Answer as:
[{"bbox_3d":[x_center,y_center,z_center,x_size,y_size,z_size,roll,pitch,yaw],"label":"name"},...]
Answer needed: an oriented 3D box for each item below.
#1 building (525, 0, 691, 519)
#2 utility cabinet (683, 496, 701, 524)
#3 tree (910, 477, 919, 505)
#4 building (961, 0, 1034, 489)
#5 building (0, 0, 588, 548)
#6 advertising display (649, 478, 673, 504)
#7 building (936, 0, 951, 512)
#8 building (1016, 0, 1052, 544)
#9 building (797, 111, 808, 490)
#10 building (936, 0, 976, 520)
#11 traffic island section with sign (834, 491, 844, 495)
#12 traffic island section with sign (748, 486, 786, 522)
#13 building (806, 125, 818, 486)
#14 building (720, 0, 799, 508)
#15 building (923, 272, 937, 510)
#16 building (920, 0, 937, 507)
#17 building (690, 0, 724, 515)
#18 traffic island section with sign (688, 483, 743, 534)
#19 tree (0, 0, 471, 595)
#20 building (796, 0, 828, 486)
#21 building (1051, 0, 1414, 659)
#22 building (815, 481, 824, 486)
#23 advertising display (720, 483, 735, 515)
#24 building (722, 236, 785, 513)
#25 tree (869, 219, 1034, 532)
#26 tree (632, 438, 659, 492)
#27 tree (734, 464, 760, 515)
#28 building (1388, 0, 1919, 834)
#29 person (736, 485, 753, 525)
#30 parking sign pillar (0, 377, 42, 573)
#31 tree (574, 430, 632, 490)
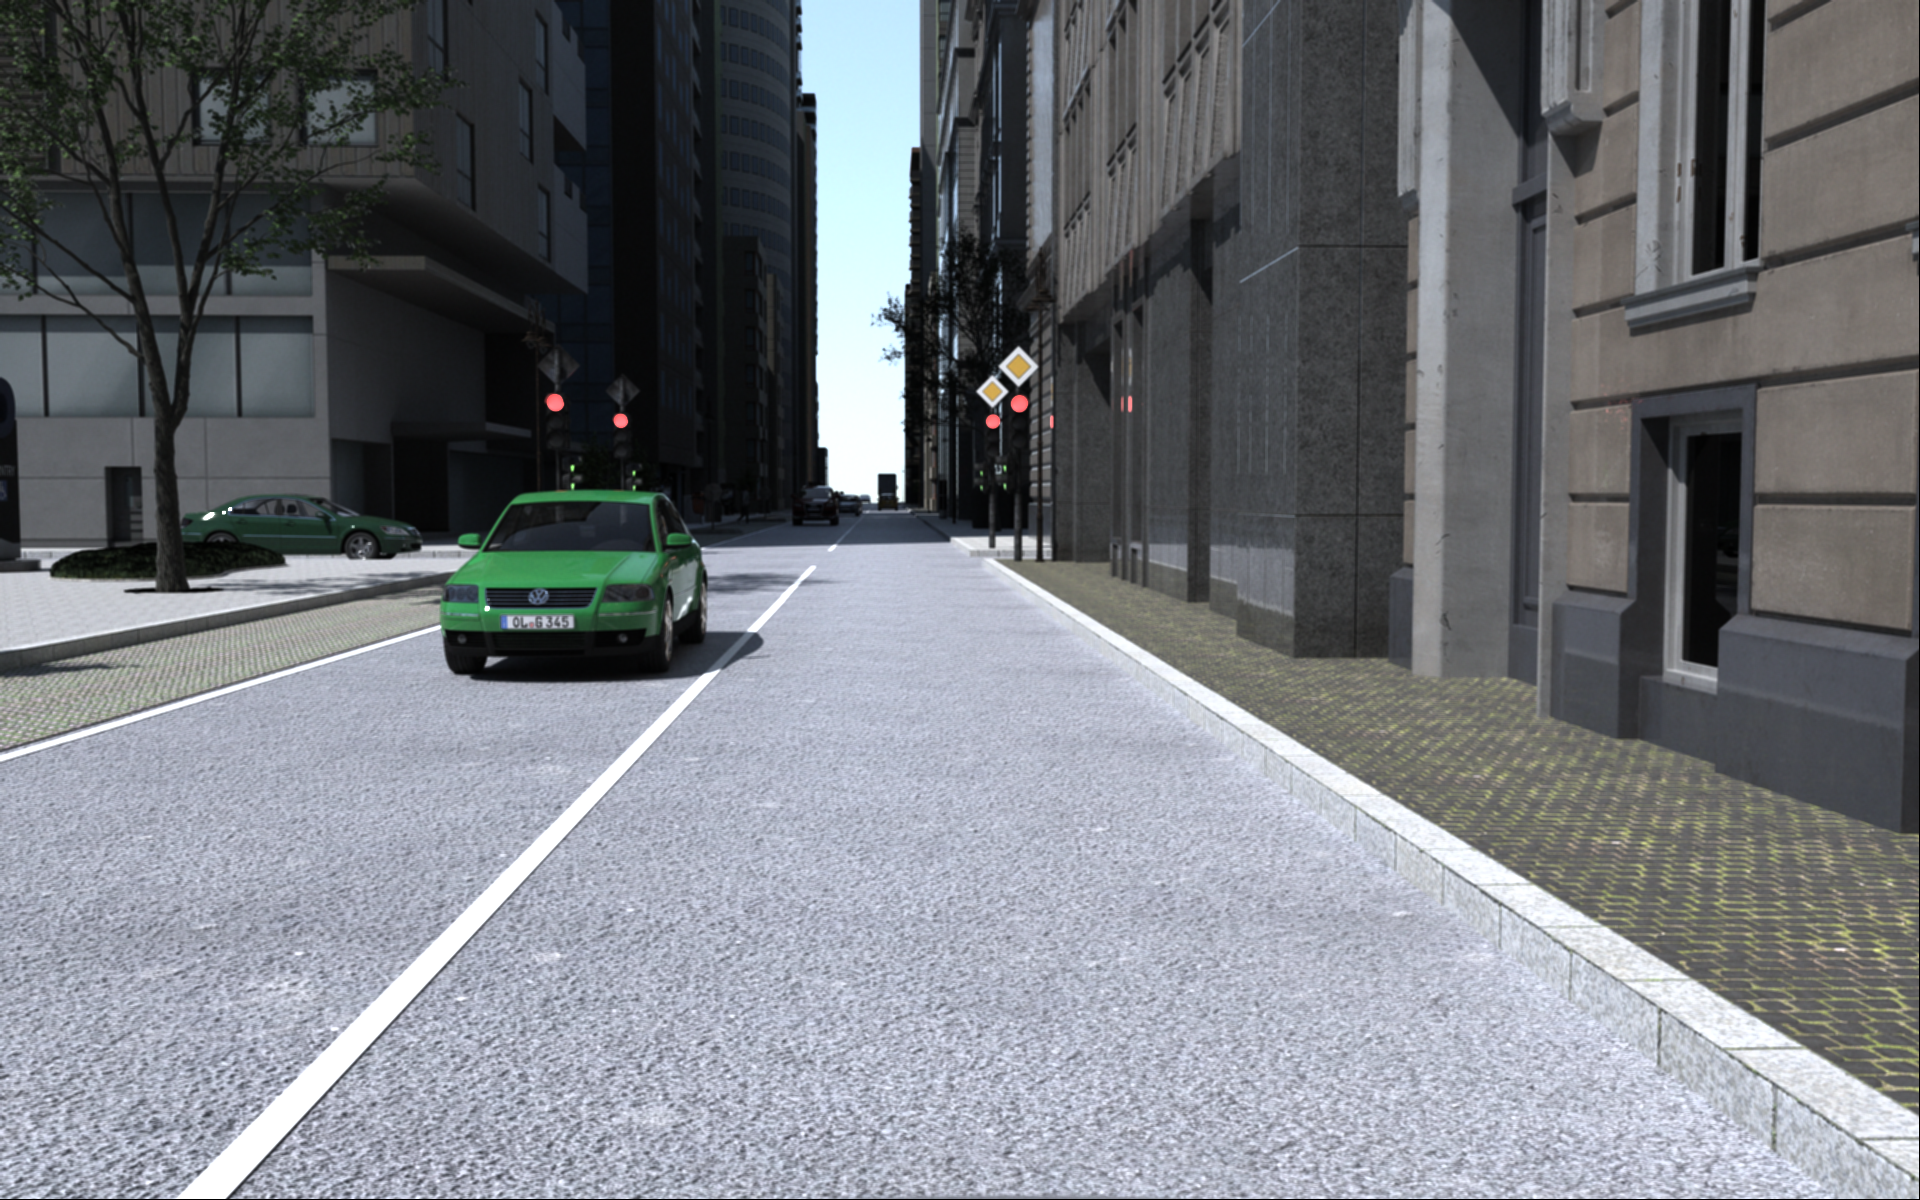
[{"bbox_3d":[-20.315,-26.352,80.963,14.600,45.320,14.200,0,4,-2],"label":"building"},{"bbox_3d":[-11.692,-3.952,75.775,0.306,1.237,1.020,2,4,25],"label":"utility cabinet"},{"bbox_3d":[-5.025,-12.576,200.214,1.663,3.219,1.824,0,3,0],"label":"tree"},{"bbox_3d":[7.297,-17.702,75.338,13.634,28.700,20.117,0,4,-2],"label":"building"},{"bbox_3d":[-26.660,-28.281,51.642,28.713,52.752,27.495,0,4,-2],"label":"building"},{"bbox_3d":[-11.730,-3.835,67.923,0.974,1.923,0.123,1,4,13],"label":"advertising display"},{"bbox_3d":[5.248,-27.106,126.773,14.154,41.232,14.086,0,4,-2],"label":"building"},{"bbox_3d":[11.446,-13.276,45.944,19.941,23.489,11.050,0,4,-2],"label":"building"},{"bbox_3d":[-23.178,-30.319,179.309,14.154,41.232,14.086,0,4,-2],"label":"building"},{"bbox_3d":[4.622,-19.751,100.424,11.434,29.767,29.804,0,4,-2],"label":"building"},{"bbox_3d":[-16.977,-14.763,249.998,1.989,1.847,2.006,0,4,-2],"label":"traffic island section with sign"},{"bbox_3d":[-10.028,-4.950,89.561,1.989,1.847,2.006,0,4,-2],"label":"traffic island section with sign"},{"bbox_3d":[-24.283,-33.965,205.432,14.600,45.320,14.200,0,4,-2],"label":"building"},{"bbox_3d":[-26.030,-37.647,157.529,21.231,58.520,28.212,0,4,-2],"label":"building"},{"bbox_3d":[10.953,-18.643,149.859,27.650,21.520,28.899,0,4,-2],"label":"building"},{"bbox_3d":[6.396,-38.870,177.522,21.231,58.520,28.212,0,4,-2],"label":"building"},{"bbox_3d":[-21.780,-25.661,103.146,14.154,41.232,14.086,0,4,-2],"label":"building"},{"bbox_3d":[-8.849,-3.279,62.239,1.989,1.847,2.006,0,4,-2],"label":"traffic island section with sign"},{"bbox_3d":[-10.348,-5.916,22.480,9.928,11.665,9.643,0,3,0],"label":"tree"},{"bbox_3d":[-30.322,-57.398,251.132,22.319,86.520,31.000,0,4,-2],"label":"building"},{"bbox_3d":[8.170,-12.532,22.913,12.078,24.808,19.932,0,4,-2],"label":"building"},{"bbox_3d":[-34.076,-32.560,224.244,32.217,40.220,23.993,0,4,-2],"label":"building"},{"bbox_3d":[-13.955,-6.037,103.916,0.974,1.923,0.123,2,4,28],"label":"advertising display"},{"bbox_3d":[-27.943,-17.432,130.047,27.650,21.520,28.899,0,4,-2],"label":"building"},{"bbox_3d":[0.966,-7.636,59.253,7.601,10.594,8.767,1,4,22],"label":"tree"},{"bbox_3d":[-11.101,-3.938,58.987,1.663,3.219,1.824,0,3,0],"label":"tree"},{"bbox_3d":[-13.377,-7.003,109.107,1.663,3.219,1.824,0,3,0],"label":"tree"},{"bbox_3d":[9.886,-13.269,2.861,13.634,28.700,20.117,0,4,-2],"label":"building"},{"bbox_3d":[-10.093,-4.442,80.977,0.795,1.843,0.661,0,4,1],"label":"person"},{"bbox_3d":[-16.066,-2.456,28.634,1.447,3.967,1.447,0,4,-7],"label":"parking sign pillar"},{"bbox_3d":[-10.912,-3.530,52.318,1.663,3.219,1.824,0,3,0],"label":"tree"}]
